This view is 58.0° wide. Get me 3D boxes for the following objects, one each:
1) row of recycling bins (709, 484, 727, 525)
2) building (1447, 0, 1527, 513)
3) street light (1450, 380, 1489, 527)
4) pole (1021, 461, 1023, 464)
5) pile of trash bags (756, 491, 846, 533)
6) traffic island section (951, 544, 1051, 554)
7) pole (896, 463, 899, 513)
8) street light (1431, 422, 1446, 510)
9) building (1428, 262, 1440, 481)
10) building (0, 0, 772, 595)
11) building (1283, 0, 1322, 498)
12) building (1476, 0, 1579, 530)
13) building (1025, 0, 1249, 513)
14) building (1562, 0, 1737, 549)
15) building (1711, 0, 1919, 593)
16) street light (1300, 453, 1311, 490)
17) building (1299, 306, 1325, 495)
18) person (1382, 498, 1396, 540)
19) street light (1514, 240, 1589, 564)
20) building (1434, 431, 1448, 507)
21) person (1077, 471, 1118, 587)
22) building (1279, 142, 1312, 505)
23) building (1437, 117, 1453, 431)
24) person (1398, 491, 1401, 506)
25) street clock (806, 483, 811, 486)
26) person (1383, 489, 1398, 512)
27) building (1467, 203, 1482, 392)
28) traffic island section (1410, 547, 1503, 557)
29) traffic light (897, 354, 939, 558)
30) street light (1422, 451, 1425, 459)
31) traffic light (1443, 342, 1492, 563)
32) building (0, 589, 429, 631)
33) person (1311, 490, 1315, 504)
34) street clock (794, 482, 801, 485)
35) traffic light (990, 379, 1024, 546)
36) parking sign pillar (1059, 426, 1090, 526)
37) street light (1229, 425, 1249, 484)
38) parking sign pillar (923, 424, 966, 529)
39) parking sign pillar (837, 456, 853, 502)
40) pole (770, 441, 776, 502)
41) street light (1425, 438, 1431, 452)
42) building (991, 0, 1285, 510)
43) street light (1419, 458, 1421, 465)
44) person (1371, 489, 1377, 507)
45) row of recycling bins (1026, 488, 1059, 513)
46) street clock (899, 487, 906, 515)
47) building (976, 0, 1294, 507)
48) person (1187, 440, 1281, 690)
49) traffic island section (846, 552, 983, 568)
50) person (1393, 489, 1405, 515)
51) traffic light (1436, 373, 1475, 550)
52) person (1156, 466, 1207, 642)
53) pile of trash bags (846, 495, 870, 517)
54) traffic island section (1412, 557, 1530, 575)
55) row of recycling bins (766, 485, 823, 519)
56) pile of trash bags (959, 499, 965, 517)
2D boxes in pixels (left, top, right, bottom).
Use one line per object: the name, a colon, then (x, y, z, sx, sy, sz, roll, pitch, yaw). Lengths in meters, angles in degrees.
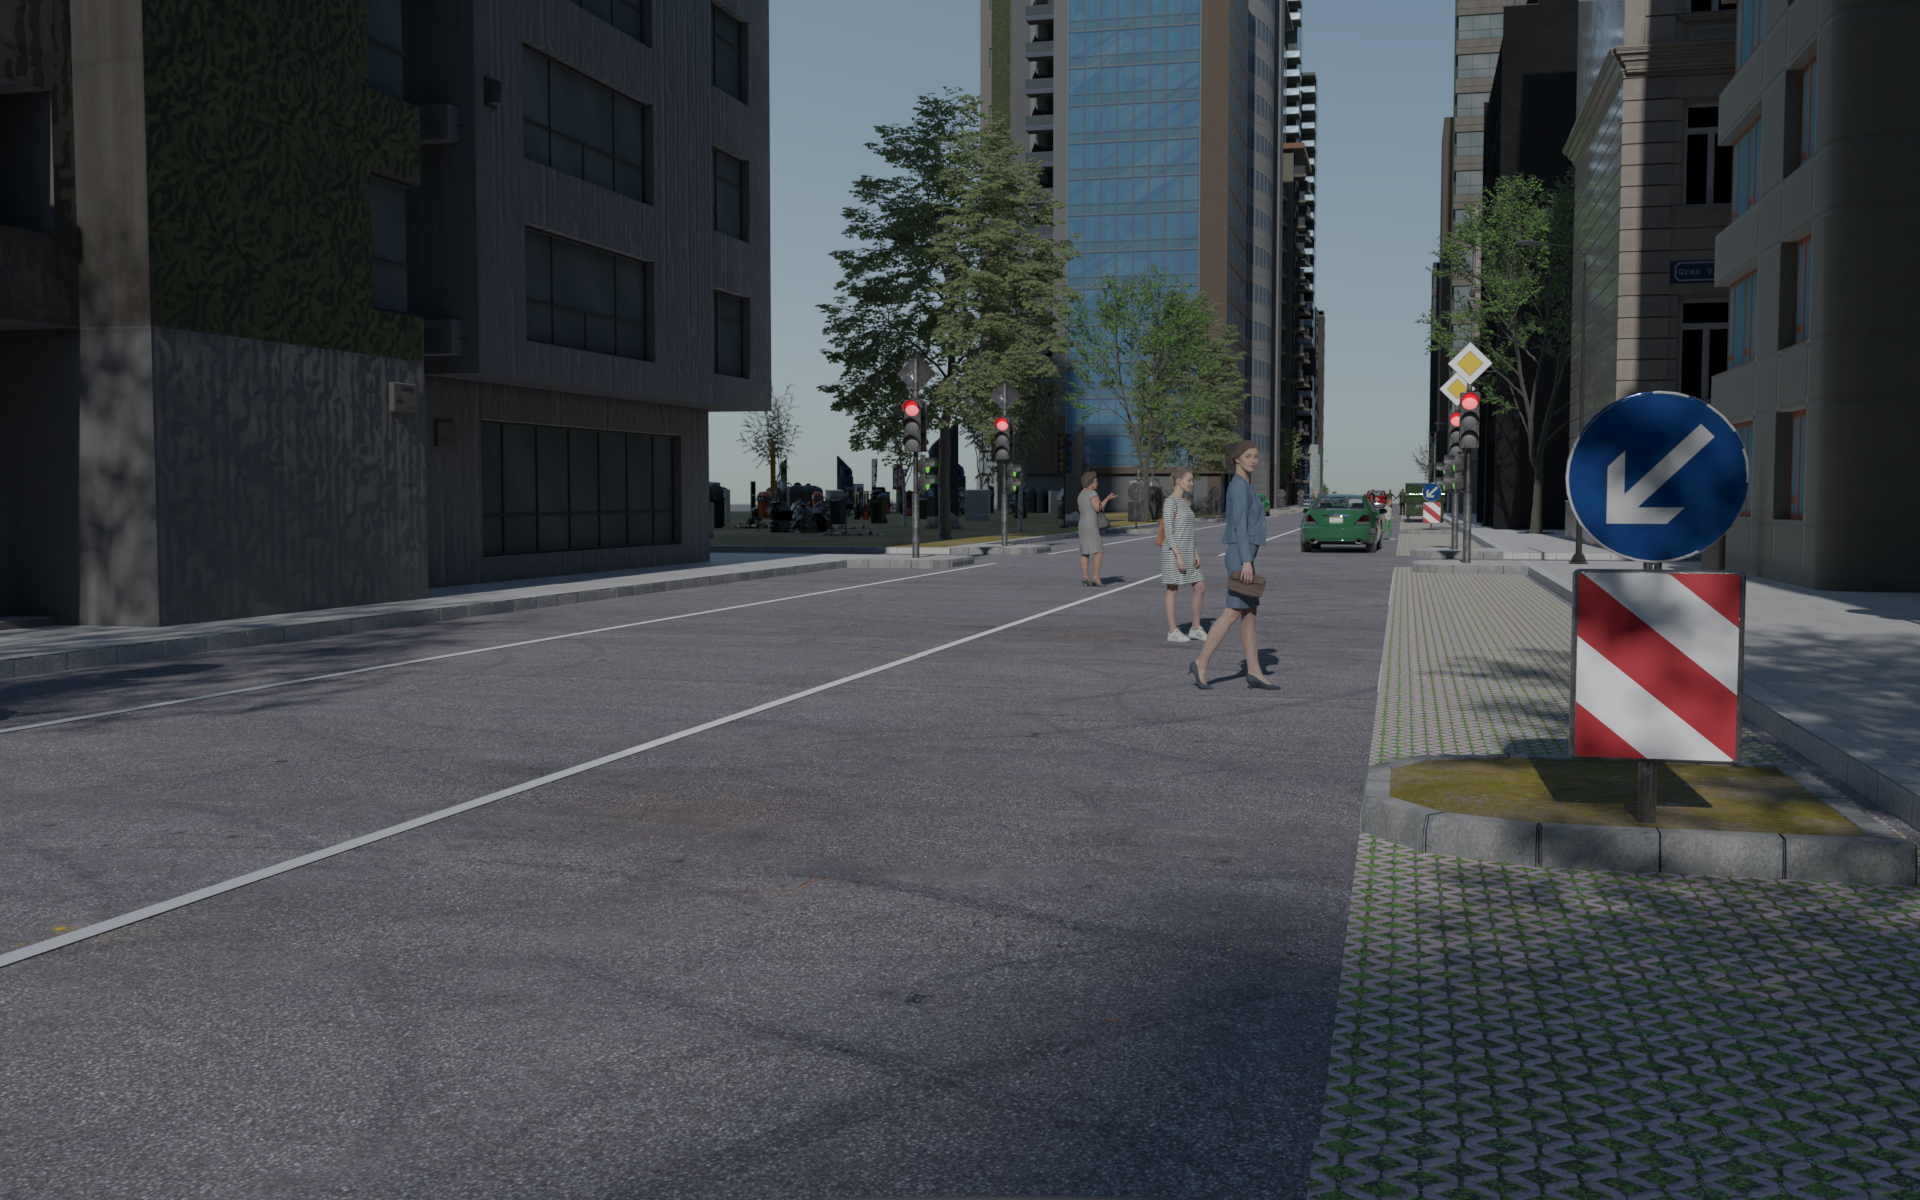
row of recycling bins: (-10.661, -3.882, 70.587, 1.069, 1.692, 3.534, 1, 4, 22)
building: (41.221, -26.671, 119.673, 14.154, 41.232, 14.086, 1, 4, 14)
street light: (20.302, -5.877, 68.632, 1.470, 5.913, 1.316, 1, 4, 14)
pole: (3.823, -6.849, 105.824, 0.158, 3.312, 0.155, 0, 3, 0)
pile of trash bags: (-5.796, -2.995, 58.722, 1.912, 1.369, 3.447, -3, 5, -44)
traffic island section: (1.077, -1.244, 42.619, 2.009, 0.180, 2.903, 1, 4, 14)
pole: (-4.126, -7.376, 114.434, 0.158, 3.312, 0.155, 0, 3, 0)
street light: (31.446, -8.549, 112.311, 1.470, 5.913, 1.316, 1, 4, 14)
building: (65.454, -27.083, 214.506, 14.160, 30.474, 14.107, 1, 4, 14)
building: (-11.331, -15.827, 30.474, 14.107, 30.474, 14.160, 1, 4, 14)
building: (39.639, -56.778, 240.985, 22.319, 86.520, 31.000, 1, 4, 14)
building: (27.190, -14.571, 67.916, 12.332, 23.373, 15.834, 1, 4, 14)
building: (13.150, -29.069, 125.388, 14.600, 45.320, 14.200, 1, 4, 14)
building: (27.869, -14.899, 40.857, 25.104, 27.353, 12.463, 1, 4, 14)
building: (23.383, -10.299, 13.431, 27.650, 21.520, 28.899, 1, 4, 14)
street light: (39.353, -13.756, 197.445, 1.470, 5.913, 1.316, 1, 4, 14)
building: (48.001, -30.098, 263.796, 14.160, 30.474, 14.107, 1, 4, 14)
person: (13.262, -2.514, 53.845, 0.590, 1.304, 0.306, 2, 4, 27)
street light: (10.832, -3.621, 31.752, 1.470, 5.913, 1.316, 1, 4, 14)
building: (58.010, -52.214, 166.369, 22.319, 86.520, 31.000, 1, 4, 14)
person: (2.138, -1.096, 26.785, 0.532, 1.782, 0.716, -2, 4, -24)
building: (31.530, -34.181, 213.490, 22.147, 44.769, 28.867, 1, 4, 14)
building: (62.552, -33.627, 199.914, 14.600, 45.320, 14.200, 1, 4, 14)
person: (53.137, -12.250, 208.796, 0.705, 1.822, 1.348, -1, 4, -17)
street clock: (-10.227, -6.864, 116.802, 0.358, 2.002, 0.471, 1, 4, 17)
person: (34.427, -7.948, 138.590, 1.348, 1.807, 0.705, 3, 5, 42)
building: (34.679, -16.738, 92.744, 14.460, 24.649, 34.723, 1, 4, 14)
traffic island section: (11.433, -1.082, 39.967, 2.009, 0.180, 2.903, 1, 4, 14)
traffic light: (-0.872, -2.802, 34.740, 0.839, 4.253, 0.868, 1, 4, 14)
street light: (50.545, -13.062, 186.102, 1.470, 5.913, 1.316, 1, 4, 14)
traffic light: (9.412, -2.643, 32.127, 0.839, 4.253, 0.868, 1, 4, 14)
building: (-15.032, -14.909, 15.456, 14.160, 30.474, 14.107, 1, 4, 14)
person: (31.656, -8.912, 154.741, 0.617, 1.759, 0.750, -2, 4, -31)
street clock: (-9.883, -6.167, 105.396, 0.471, 2.002, 0.358, 0, 4, 2)
traffic light: (1.114, -3.275, 42.475, 0.839, 4.253, 0.868, 1, 4, 14)
parking sign pillar: (4.708, -4.965, 69.657, 1.447, 3.967, 1.447, -2, 4, -28)
street light: (18.743, -8.828, 116.886, 1.470, 5.913, 1.316, 1, 4, 14)
parking sign pillar: (-0.639, -4.635, 64.254, 1.447, 3.967, 1.447, 3, 5, 42)
parking sign pillar: (-8.078, -8.159, 121.877, 1.447, 3.967, 1.447, 3, 4, 39)
pole: (-7.160, -4.436, 66.364, 0.158, 3.312, 0.155, 0, 3, 0)
street light: (39.208, -10.383, 142.299, 1.470, 5.913, 1.316, 1, 4, 14)
building: (15.652, -36.954, 146.195, 21.231, 58.520, 28.212, 1, 4, 14)
street light: (60.281, -15.399, 224.317, 1.470, 5.913, 1.316, 1, 4, 14)
person: (32.049, -7.684, 134.138, 0.705, 1.822, 1.348, 2, 4, 30)
row of recycling bins: (6.047, -6.735, 117.224, 3.534, 1.692, 1.069, 2, 4, 26)
street clock: (-3.622, -6.332, 108.094, 0.471, 2.002, 0.358, 0, 4, 3)
building: (18.087, -35.817, 174.849, 28.713, 52.752, 27.495, 1, 4, 14)
person: (2.020, -0.254, 12.681, 0.654, 1.822, 0.581, 2, 4, 23)
traffic island section: (-0.908, -0.771, 34.884, 2.009, 0.180, 2.903, 1, 4, 14)
person: (30.431, -6.758, 119.126, 1.348, 1.807, 0.705, -1, 4, -11)
traffic light: (11.397, -3.116, 39.862, 0.839, 4.253, 0.868, 1, 4, 14)
person: (2.142, -0.448, 16.831, 0.522, 1.701, 0.512, 2, 4, 34)
pile of trash bags: (-6.045, -5.431, 98.549, 1.912, 1.369, 3.447, -2, 4, -33)
traffic island section: (9.448, -0.609, 32.231, 2.009, 0.180, 2.903, 1, 4, 14)
row of recycling bins: (-8.707, -5.168, 91.607, 3.534, 1.692, 1.069, -3, 5, -42)
pile of trash bags: (0.024, -5.898, 106.176, 1.912, 1.369, 3.447, -2, 4, -24)
